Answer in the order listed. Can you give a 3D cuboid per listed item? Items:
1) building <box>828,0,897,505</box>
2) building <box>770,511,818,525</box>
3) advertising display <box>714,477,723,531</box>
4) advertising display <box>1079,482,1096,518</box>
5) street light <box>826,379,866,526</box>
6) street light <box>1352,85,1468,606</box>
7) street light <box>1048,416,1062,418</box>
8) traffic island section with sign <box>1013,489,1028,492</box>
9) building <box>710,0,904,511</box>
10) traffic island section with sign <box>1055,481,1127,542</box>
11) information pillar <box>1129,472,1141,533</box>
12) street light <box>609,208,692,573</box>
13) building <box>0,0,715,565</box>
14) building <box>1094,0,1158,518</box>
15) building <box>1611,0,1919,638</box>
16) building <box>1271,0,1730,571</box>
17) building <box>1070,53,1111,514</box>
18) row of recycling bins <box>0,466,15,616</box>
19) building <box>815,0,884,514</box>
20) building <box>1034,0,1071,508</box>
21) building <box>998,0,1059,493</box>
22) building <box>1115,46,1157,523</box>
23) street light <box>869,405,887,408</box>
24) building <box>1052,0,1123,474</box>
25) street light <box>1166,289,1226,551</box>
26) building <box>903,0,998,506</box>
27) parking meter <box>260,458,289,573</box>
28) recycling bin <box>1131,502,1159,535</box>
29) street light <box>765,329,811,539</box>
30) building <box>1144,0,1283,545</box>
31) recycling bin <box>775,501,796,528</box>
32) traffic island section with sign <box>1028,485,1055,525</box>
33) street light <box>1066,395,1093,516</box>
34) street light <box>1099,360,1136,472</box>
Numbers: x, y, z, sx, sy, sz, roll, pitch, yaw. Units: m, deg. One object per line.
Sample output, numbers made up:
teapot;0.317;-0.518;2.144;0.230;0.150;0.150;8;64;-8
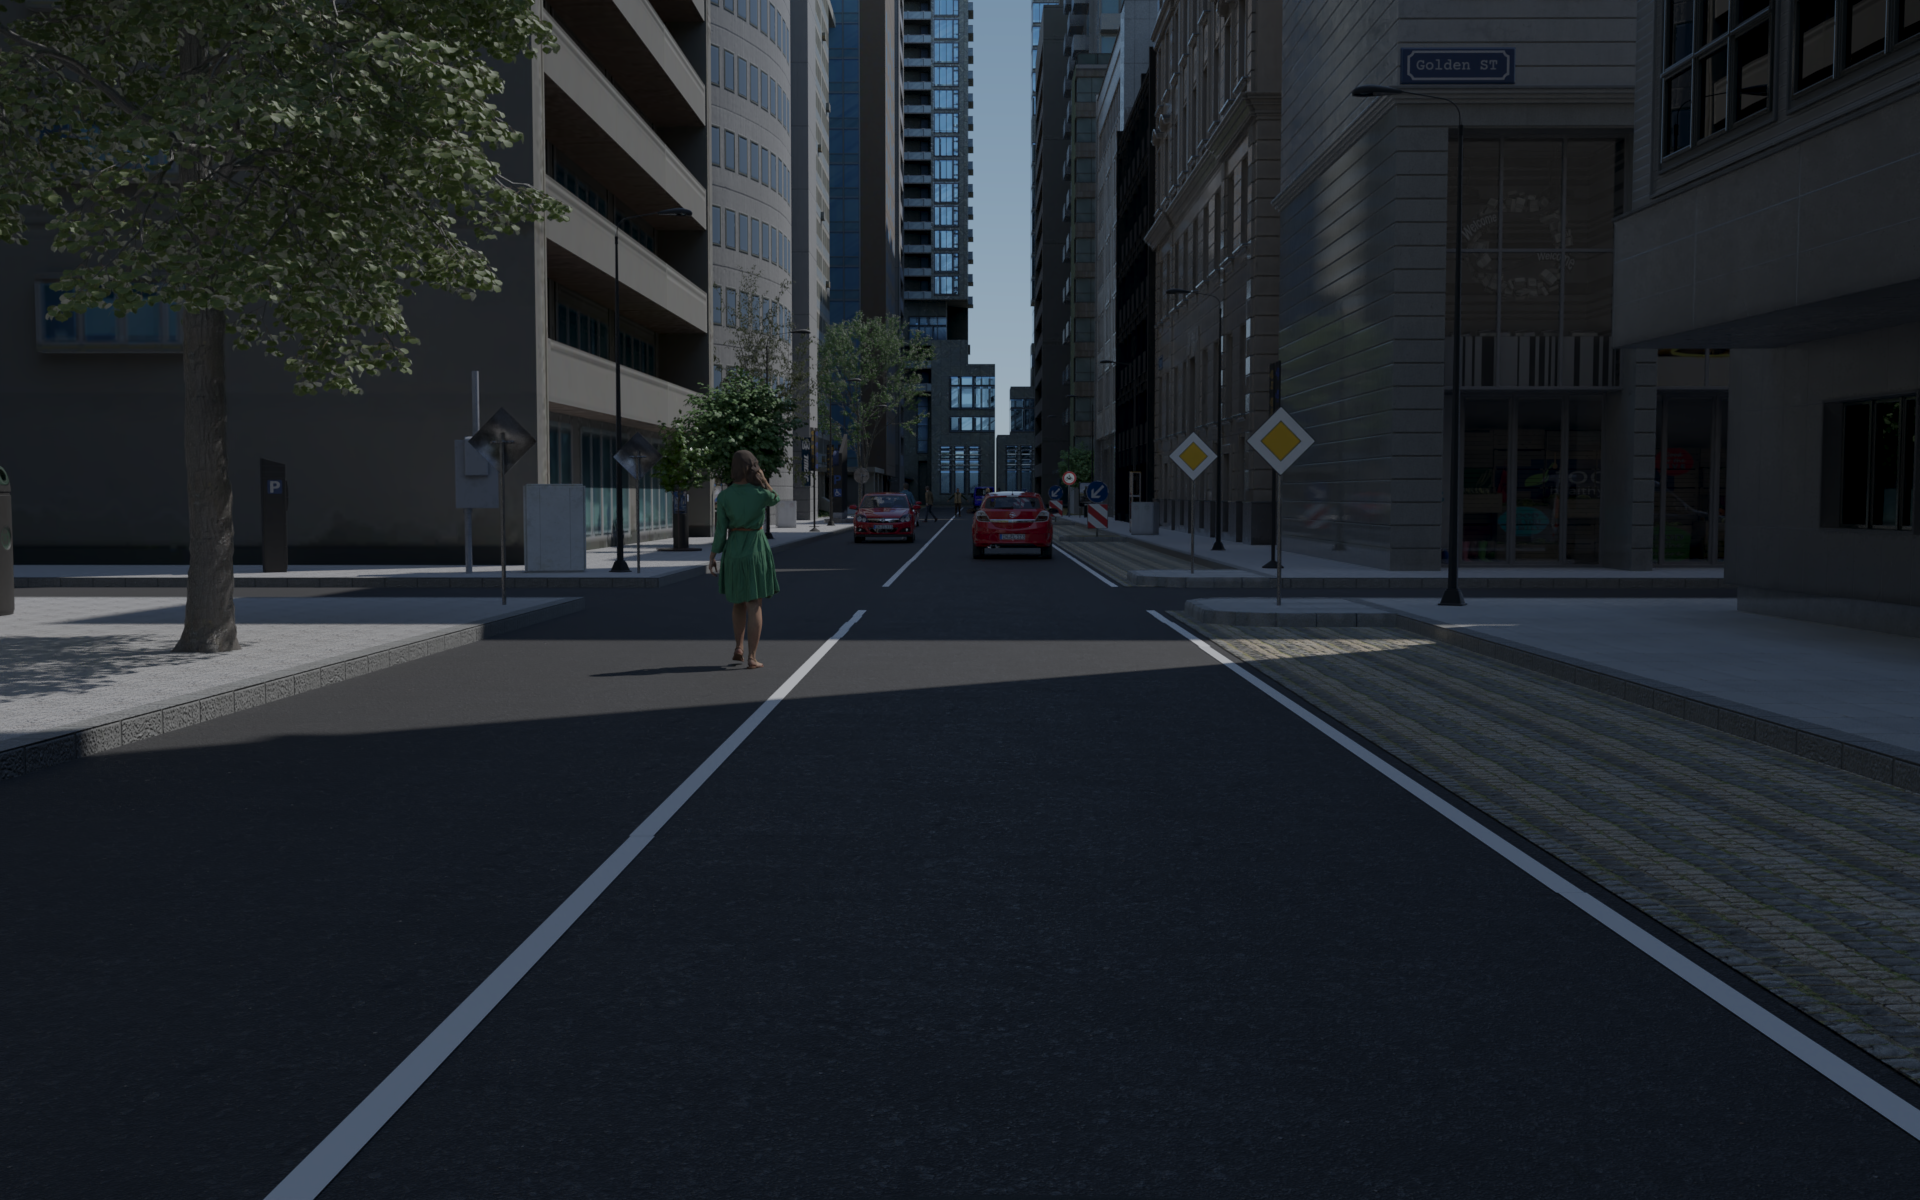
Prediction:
building;-13.105;-30.452;148.002;14.600;45.320;14.200;0;4;1
building;-17.885;-32.466;72.824;21.231;58.520;28.212;0;4;1
advertising display;-8.420;-3.273;58.722;0.123;1.923;0.974;2;4;35
advertising display;6.917;-5.437;94.103;0.974;1.923;0.123;-1;4;-16
street light;-4.668;-5.945;69.742;1.470;5.913;1.316;0;4;1
street light;5.145;-2.892;19.824;1.470;5.913;1.316;0;4;1
street light;5.897;-7.949;102.500;1.470;5.913;1.316;0;4;1
traffic island section with sign;4.988;-9.061;156.781;1.989;1.847;2.006;0;4;1
building;-19.584;-38.211;166.745;28.212;58.520;21.231;0;4;1
traffic island section with sign;4.010;-2.686;52.547;1.989;1.847;2.006;0;4;1
information pillar;5.796;-3.231;57.321;0.304;2.012;0.304;-1;4;-9
street light;-5.045;-3.410;28.296;1.470;5.913;1.316;0;4;1
building;-18.126;-25.479;40.284;21.300;48.544;21.600;0;4;1
building;13.926;-16.819;93.009;12.078;24.808;19.932;0;4;1
building;13.749;-11.275;3.415;14.314;24.678;30.058;0;4;1
building;21.940;-15.640;33.200;29.804;29.767;11.434;0;4;1
building;14.417;-21.138;117.313;14.160;30.474;14.107;0;4;1
row of recycling bins;-10.846;-0.600;16.923;1.069;1.692;3.534;1;4;14
building;-21.471;-25.879;115.000;32.217;40.220;23.993;0;4;1
building;18.207;-33.203;166.575;21.300;48.544;21.600;0;4;1
building;19.638;-54.036;196.166;31.000;86.520;22.319;0;4;1
building;13.565;-15.017;75.205;12.332;23.373;15.834;0;4;1
street light;-4.512;-7.213;90.473;1.470;5.913;1.316;0;4;1
building;19.792;-31.815;139.791;23.786;49.044;30.456;0;4;1
street light;5.347;-4.084;39.310;1.470;5.913;1.316;0;4;1
building;-11.558;-54.089;197.029;31.000;86.520;22.319;0;4;1
parking meter;-11.209;-1.384;28.342;0.399;1.863;0.255;-2;4;-30
recycling bin;5.830;-2.566;54.506;0.722;1.027;0.722;1;4;23
street light;-4.910;-4.678;49.019;1.470;5.913;1.316;0;4;1
building;13.051;-15.743;54.658;12.463;27.353;25.104;0;4;1
recycling bin;-6.630;-3.263;65.910;0.722;1.027;0.722;-1;4;-13
traffic island section with sign;4.263;-4.344;79.658;1.989;1.847;2.006;0;4;1
street light;5.674;-6.654;81.340;1.470;5.913;1.316;0;4;1
street light;5.528;-5.358;60.146;1.470;5.913;1.316;0;4;1
